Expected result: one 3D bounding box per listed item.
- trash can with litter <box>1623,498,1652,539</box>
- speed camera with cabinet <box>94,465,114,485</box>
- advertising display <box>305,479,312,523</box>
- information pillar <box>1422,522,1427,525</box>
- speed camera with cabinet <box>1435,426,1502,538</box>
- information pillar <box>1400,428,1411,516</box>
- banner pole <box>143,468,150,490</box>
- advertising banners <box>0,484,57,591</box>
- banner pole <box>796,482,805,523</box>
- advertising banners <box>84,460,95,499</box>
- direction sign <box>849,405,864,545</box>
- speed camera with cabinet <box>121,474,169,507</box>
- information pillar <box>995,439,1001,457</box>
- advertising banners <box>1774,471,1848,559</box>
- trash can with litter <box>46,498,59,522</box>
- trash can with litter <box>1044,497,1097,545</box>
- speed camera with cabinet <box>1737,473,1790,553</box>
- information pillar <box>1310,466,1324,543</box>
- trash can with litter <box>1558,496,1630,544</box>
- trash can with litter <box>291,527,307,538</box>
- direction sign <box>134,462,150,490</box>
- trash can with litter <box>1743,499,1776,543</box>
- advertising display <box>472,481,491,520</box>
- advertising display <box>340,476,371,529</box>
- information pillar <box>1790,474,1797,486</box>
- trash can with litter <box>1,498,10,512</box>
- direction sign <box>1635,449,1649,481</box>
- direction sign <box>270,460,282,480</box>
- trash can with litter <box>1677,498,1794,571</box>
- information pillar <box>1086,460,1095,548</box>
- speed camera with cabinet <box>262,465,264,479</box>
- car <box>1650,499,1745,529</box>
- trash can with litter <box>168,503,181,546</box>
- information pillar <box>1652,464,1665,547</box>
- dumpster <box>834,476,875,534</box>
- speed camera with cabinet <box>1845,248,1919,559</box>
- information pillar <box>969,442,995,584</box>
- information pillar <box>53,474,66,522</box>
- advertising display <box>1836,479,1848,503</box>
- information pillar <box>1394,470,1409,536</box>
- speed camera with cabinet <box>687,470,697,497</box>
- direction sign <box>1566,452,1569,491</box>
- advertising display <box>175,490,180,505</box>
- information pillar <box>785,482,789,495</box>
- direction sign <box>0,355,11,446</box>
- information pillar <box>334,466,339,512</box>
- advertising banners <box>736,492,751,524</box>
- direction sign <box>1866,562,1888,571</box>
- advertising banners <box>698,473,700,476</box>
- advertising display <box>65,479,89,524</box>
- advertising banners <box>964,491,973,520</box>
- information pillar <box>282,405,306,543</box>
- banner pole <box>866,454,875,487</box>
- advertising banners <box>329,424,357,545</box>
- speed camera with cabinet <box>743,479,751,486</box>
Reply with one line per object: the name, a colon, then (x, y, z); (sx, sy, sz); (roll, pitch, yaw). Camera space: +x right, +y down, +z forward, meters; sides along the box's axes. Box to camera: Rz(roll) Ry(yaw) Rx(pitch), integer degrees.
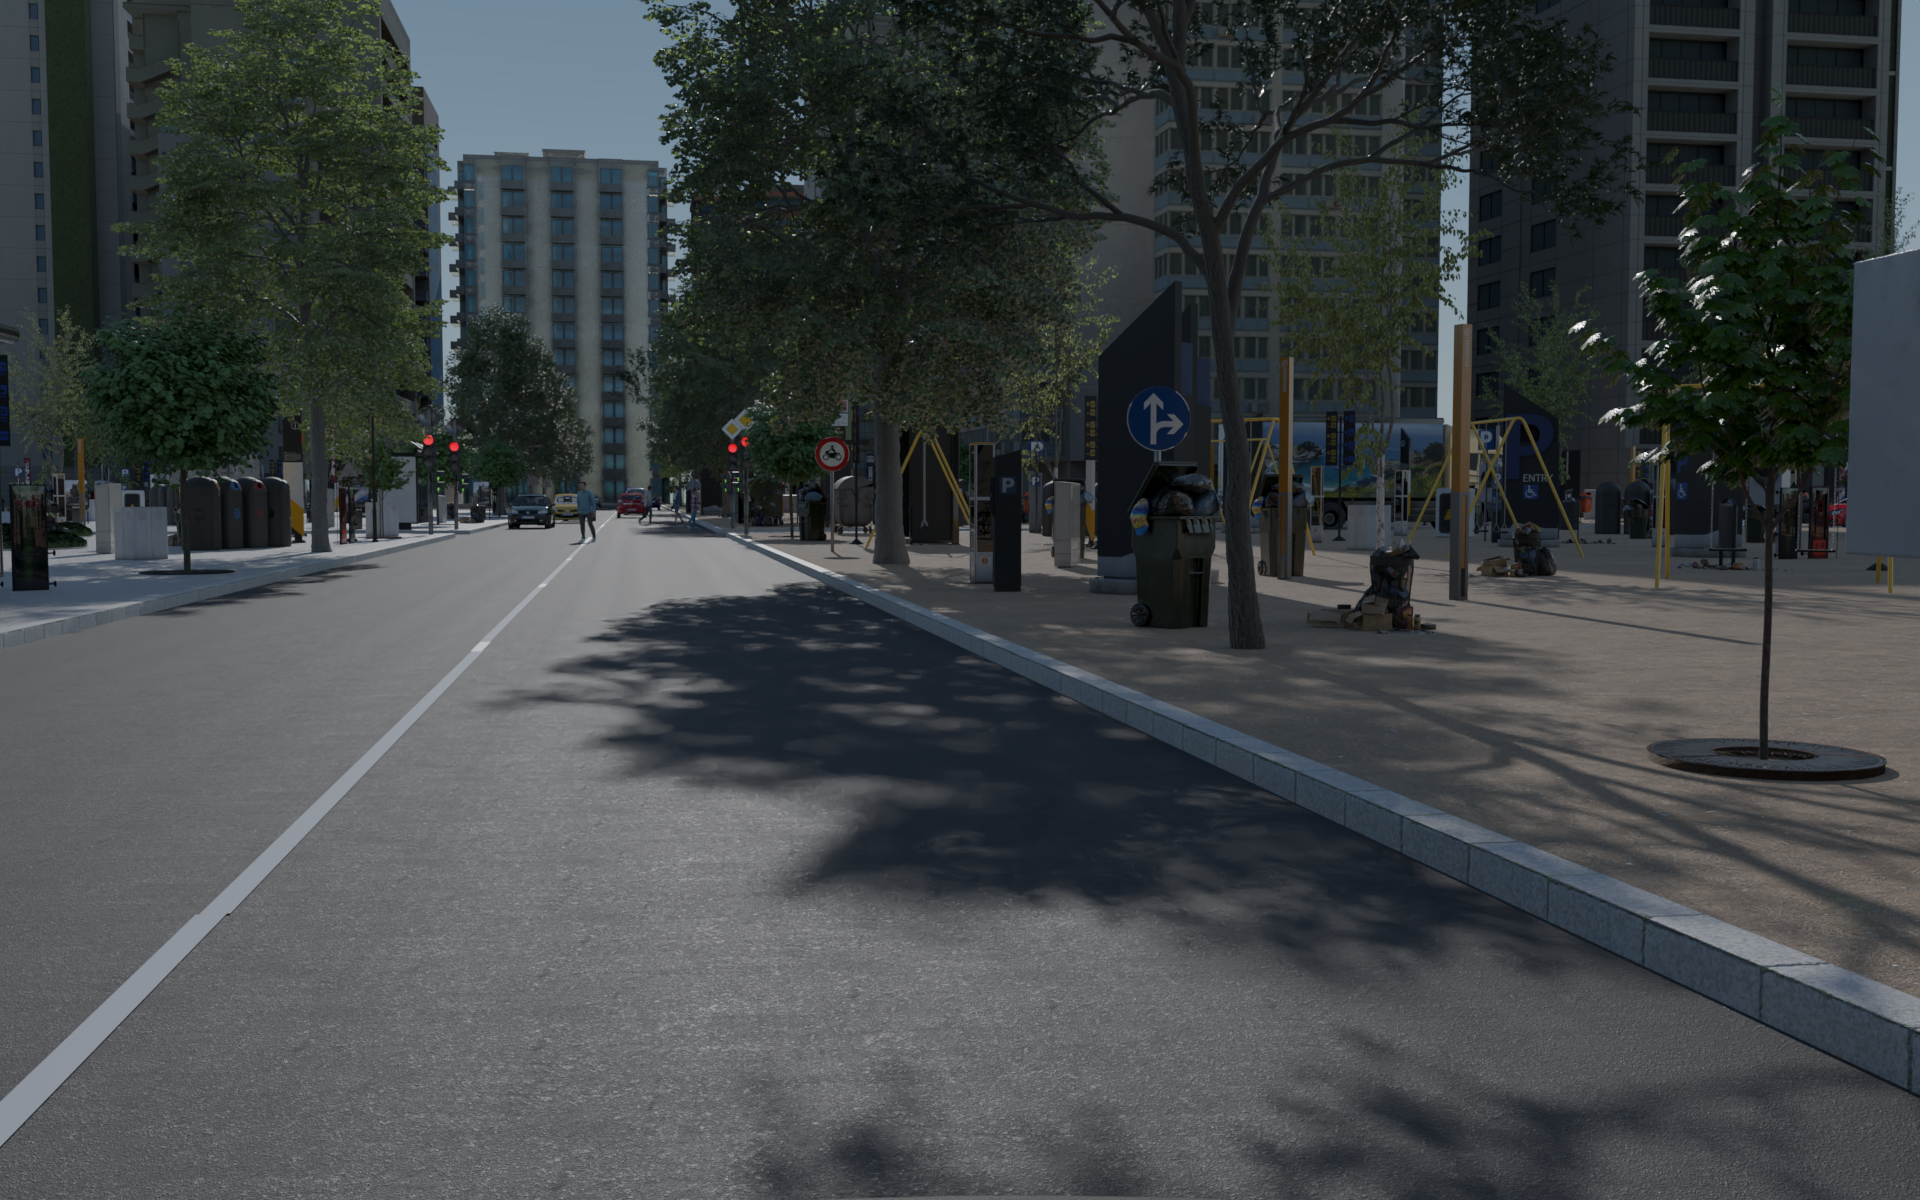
trash can with litter: (19.583, -2.338, 49.615); (1.055, 1.170, 0.624); (-1, 4, -21)
speed camera with cabinet: (-64.105, -8.235, 128.971); (2.038, 3.252, 0.660); (-1, 4, -23)
advertising display: (-28.871, -4.376, 76.766); (0.123, 1.923, 0.974); (-2, 4, -32)
information pillar: (19.047, -4.864, 70.889); (0.183, 3.616, 0.504); (1, 4, 15)
speed camera with cabinet: (14.937, -3.437, 50.533); (0.660, 3.252, 2.038); (-3, 5, -45)
information pillar: (15.642, -4.253, 60.890); (0.183, 3.616, 0.504); (-2, 4, -25)
banner pole: (-55.886, -7.908, 119.310); (0.863, 3.779, 0.401); (-3, 4, -38)
advertising banners: (-12.825, -1.603, 22.389); (0.090, 3.025, 2.074); (3, 5, 41)
banner pole: (-7.085, -5.235, 75.606); (0.401, 3.779, 0.863); (-1, 4, -11)
advertising banners: (-44.214, -5.641, 88.418); (0.090, 3.025, 2.074); (1, 4, 14)
direction sign: (-2.643, -3.187, 44.100); (0.379, 3.537, 0.876); (0, 4, 6)
speed camera with cabinet: (-36.119, -5.033, 76.631); (2.038, 3.252, 0.660); (-3, 5, -40)
information pillar: (1.537, -5.052, 73.958); (0.504, 3.616, 0.183); (-1, 4, -14)
advertising banners: (16.993, -2.329, 34.265); (2.074, 3.025, 0.090); (-1, 4, -19)
trash can with litter: (-32.251, -3.083, 61.789); (0.624, 1.170, 1.055); (3, 4, 39)
trash can with litter: (3.128, -1.991, 43.617); (2.233, 1.210, 1.678); (-1, 4, -13)
speed camera with cabinet: (17.006, -2.665, 37.902); (2.038, 3.252, 0.660); (3, 5, 43)
information pillar: (9.354, -2.502, 45.404); (0.304, 2.012, 0.304); (1, 4, 21)
trash can with litter: (16.155, -2.071, 44.911); (2.233, 1.210, 1.678); (2, 4, 33)
trash can with litter: (-20.160, -2.495, 51.846); (1.678, 1.210, 2.233); (-1, 4, -14)
direction sign: (-52.797, -7.331, 111.860); (0.876, 3.537, 0.379); (-2, 4, -32)
trash can with litter: (21.138, -2.091, 45.567); (1.055, 1.170, 0.624); (0, 4, 3)
advertising display: (-23.907, -4.978, 86.596); (0.974, 1.923, 0.123); (1, 4, 17)
advertising display: (-22.073, -3.556, 63.358); (0.974, 1.923, 0.123); (0, 4, -3)
information pillar: (21.285, -2.452, 44.583); (0.304, 2.012, 0.304); (-1, 4, -14)
trash can with litter: (-69.239, -6.977, 125.459); (1.055, 1.170, 0.624); (-2, 4, -35)
direction sign: (33.999, -5.773, 86.380); (0.876, 3.537, 0.379); (-2, 4, -24)
direction sign: (-45.107, -7.475, 114.216); (0.876, 3.537, 0.379); (1, 4, 15)
trash can with litter: (13.206, -1.154, 29.922); (1.678, 1.210, 2.233); (0, 4, 1)
information pillar: (3.140, -3.075, 41.626); (0.183, 3.616, 0.504); (-1, 4, -13)
speed camera with cabinet: (-47.668, -7.529, 117.434); (0.660, 3.252, 2.038); (-3, 5, -40)
car: (28.697, -3.548, 67.045); (4.494, 1.783, 2.155); (-1, 4, -12)
trash can with litter: (-19.197, -1.909, 42.600); (1.055, 1.170, 0.624); (2, 4, 33)
information pillar: (16.910, -2.281, 41.782); (0.304, 2.012, 0.304); (0, 4, 4)
dumpster: (-3.452, -3.083, 56.172); (1.264, 1.857, 1.865); (-1, 4, -11)
speed camera with cabinet: (4.369, -0.733, 6.321); (2.038, 3.252, 0.660); (0, 4, -5)
information pillar: (0.317, -1.238, 24.739); (0.304, 2.012, 0.304); (-1, 4, -15)
information pillar: (-32.539, -3.553, 62.585); (0.304, 2.012, 0.304); (3, 4, 36)
advertising display: (37.076, -4.135, 72.821); (0.123, 1.923, 0.974); (0, 4, 6)
information pillar: (13.525, -2.972, 53.087); (0.304, 2.012, 0.304); (-3, 5, -42)
speed camera with cabinet: (-17.697, -7.614, 118.820); (2.038, 3.252, 0.660); (-1, 4, -10)
direction sign: (32.570, -6.172, 92.911); (0.379, 3.537, 0.876); (1, 4, 14)
advertising display: (-24.196, -2.989, 54.078); (0.123, 1.923, 0.974); (0, 4, 3)
information pillar: (-12.852, -8.418, 128.993); (0.183, 3.616, 0.504); (-3, 5, -41)
direction sign: (-15.802, -2.200, 27.975); (0.379, 3.537, 0.876); (3, 5, 42)
information pillar: (-44.213, -8.041, 122.829); (0.183, 3.616, 0.504); (0, 4, 7)
advertising banners: (-8.761, -4.828, 75.119); (2.074, 3.025, 0.090); (-2, 4, -32)
direction sign: (15.431, -2.262, 28.982); (0.379, 3.537, 0.876); (3, 4, 36)
advertising banners: (-20.054, -8.740, 139.079); (2.074, 3.025, 0.090); (-1, 4, -19)
advertising display: (-38.105, -4.250, 74.705); (0.974, 1.923, 0.123); (-1, 4, -15)
advertising banners: (-0.244, -5.376, 84.084); (2.074, 3.025, 0.090); (-2, 4, -25)
information pillar: (-17.445, -3.302, 45.350); (0.504, 3.616, 0.183); (-1, 4, -9)
banner pole: (-4.723, -6.385, 94.409); (0.863, 3.779, 0.401); (1, 4, 10)
advertising banners: (-15.734, -2.932, 44.131); (0.090, 3.025, 2.074); (0, 4, -3)
speed camera with cabinet: (-12.582, -6.981, 108.475); (2.038, 3.252, 0.660); (1, 4, 10)
